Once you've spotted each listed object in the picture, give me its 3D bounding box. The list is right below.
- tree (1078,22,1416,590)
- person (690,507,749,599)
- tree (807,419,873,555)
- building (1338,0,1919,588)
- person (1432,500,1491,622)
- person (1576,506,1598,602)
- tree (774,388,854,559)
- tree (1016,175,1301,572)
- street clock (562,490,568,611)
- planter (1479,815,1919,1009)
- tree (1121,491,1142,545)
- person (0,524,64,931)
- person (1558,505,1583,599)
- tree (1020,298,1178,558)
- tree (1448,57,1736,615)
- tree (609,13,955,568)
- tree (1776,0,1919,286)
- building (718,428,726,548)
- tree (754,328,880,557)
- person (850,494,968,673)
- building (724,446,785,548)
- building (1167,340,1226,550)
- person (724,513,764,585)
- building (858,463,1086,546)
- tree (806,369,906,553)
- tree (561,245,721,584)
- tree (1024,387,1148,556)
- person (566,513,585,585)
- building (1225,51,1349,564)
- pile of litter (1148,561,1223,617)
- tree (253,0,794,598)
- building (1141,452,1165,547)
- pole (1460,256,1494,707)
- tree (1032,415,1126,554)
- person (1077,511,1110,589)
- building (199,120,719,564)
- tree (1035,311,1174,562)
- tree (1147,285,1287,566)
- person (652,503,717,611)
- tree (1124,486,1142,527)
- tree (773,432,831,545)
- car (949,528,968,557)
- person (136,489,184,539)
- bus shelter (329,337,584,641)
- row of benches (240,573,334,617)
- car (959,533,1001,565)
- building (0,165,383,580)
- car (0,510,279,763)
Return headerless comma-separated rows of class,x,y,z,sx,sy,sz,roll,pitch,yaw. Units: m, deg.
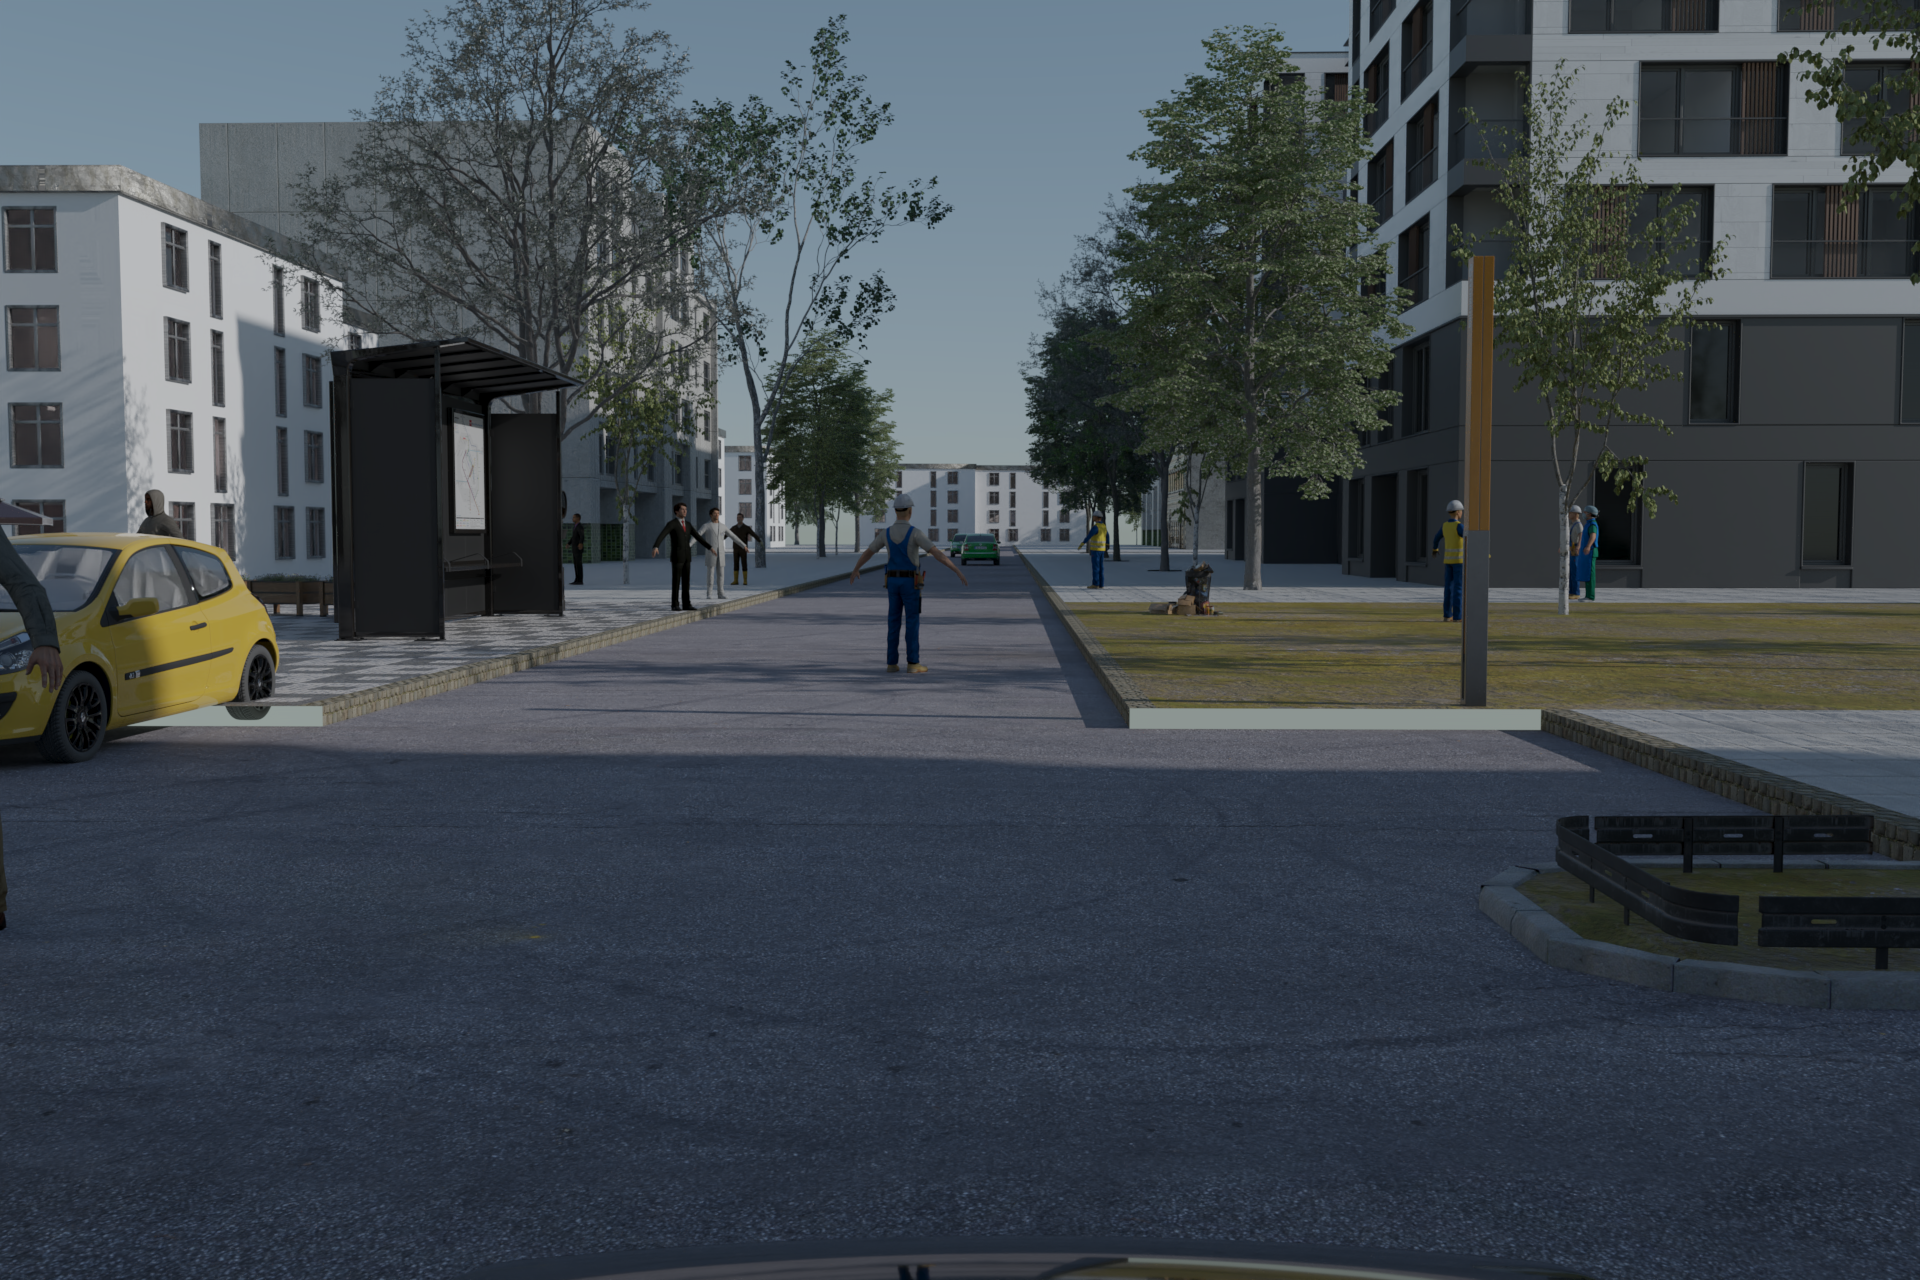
tree,6.462,-7.433,39.650,7.486,12.596,7.792,0,3,0
person,-4.820,-1.712,34.184,1.347,1.806,0.705,-2,4,-30
tree,-7.588,-9.431,104.565,4.360,8.622,3.978,0,3,0
building,26.105,-12.985,56.285,27.936,21.610,32.646,0,4,1
person,7.295,-1.152,25.297,0.721,1.772,1.216,-2,4,-24
person,11.838,-1.623,32.670,0.704,1.817,1.347,1,4,16
tree,-7.253,-8.391,87.548,4.737,8.622,4.395,0,3,0
tree,6.986,-9.109,59.308,12.009,13.543,11.850,0,3,0
street clock,-6.688,-1.481,28.783,0.358,2.002,0.471,0,4,2
planter,2.963,0.914,6.200,1.991,0.319,1.994,0,4,2
tree,20.648,-15.538,204.414,4.737,8.622,4.395,0,3,0
person,-3.652,0.155,6.202,1.348,1.796,0.705,2,4,23
person,12.058,-1.727,34.095,0.705,1.847,1.347,0,4,5
tree,7.667,-11.379,92.701,9.857,13.997,8.962,0,3,0
tree,9.596,-4.693,27.096,4.737,8.622,4.395,0,3,0
tree,-6.862,-12.729,64.002,12.611,20.169,13.585,0,3,0
tree,9.675,-4.003,15.804,4.737,8.622,4.395,0,3,0
building,-23.507,-12.143,140.682,9.099,9.664,28.070,0,4,1
tree,-7.910,-10.856,95.620,7.486,12.596,7.792,0,3,0
person,-0.573,-0.589,17.948,1.347,1.847,0.705,2,4,24
building,-22.452,-14.467,178.678,9.099,9.664,28.070,0,4,1
building,27.945,-19.519,150.066,19.493,23.208,18.063,0,4,2
person,-5.534,-2.288,43.548,1.346,1.812,0.704,1,4,12
building,1.326,-16.076,207.445,28.070,9.664,9.099,0,4,-7
tree,-7.350,-12.331,119.739,7.486,12.596,7.792,0,3,0
tree,-8.383,-5.753,44.423,4.737,8.622,4.395,0,3,0
tree,7.728,-10.277,102.438,8.767,10.594,7.601,1,4,13
person,-9.684,-2.295,43.740,0.704,1.802,1.346,-2,4,-27
building,27.499,-15.025,89.639,27.936,21.610,32.646,0,4,2
pile of litter,3.603,-0.843,27.754,1.176,0.858,1.719,0,4,1
tree,-8.422,-7.595,34.544,12.009,13.543,11.850,0,3,0
building,28.789,-19.391,183.496,16.747,18.905,31.486,0,4,2
pole,3.839,-1.163,12.855,0.158,3.312,0.155,0,3,0
tree,8.436,-11.532,114.297,9.928,11.665,9.643,0,3,0
person,3.209,-2.126,40.731,0.705,1.833,1.349,3,4,36
building,-23.723,-13.692,90.318,16.747,18.905,31.486,0,4,2
tree,7.240,-9.495,81.006,9.928,11.665,9.643,0,3,0
tree,6.807,-6.001,48.487,4.737,8.622,4.395,0,3,0
person,-4.640,-1.390,28.913,0.705,1.806,1.347,3,5,42
tree,23.141,-17.871,210.314,7.486,12.596,7.792,0,3,0
tree,-19.793,-18.606,210.861,9.857,13.997,8.962,0,3,0
car,0.314,-6.040,107.556,1.959,1.807,4.718,0,4,1
person,-9.568,-0.884,20.576,1.348,1.813,0.705,2,4,32
bus shelter,-6.695,-1.989,23.801,1.731,3.624,6.357,0,4,1
row of benches,-10.572,-0.730,27.405,4.104,0.672,1.422,1,4,22
car,0.940,-4.381,80.421,1.959,1.807,4.718,0,4,0
building,-23.417,-6.819,53.632,9.099,9.664,28.070,0,4,1
car,-6.299,-0.113,12.068,2.015,1.641,3.980,0,4,2
